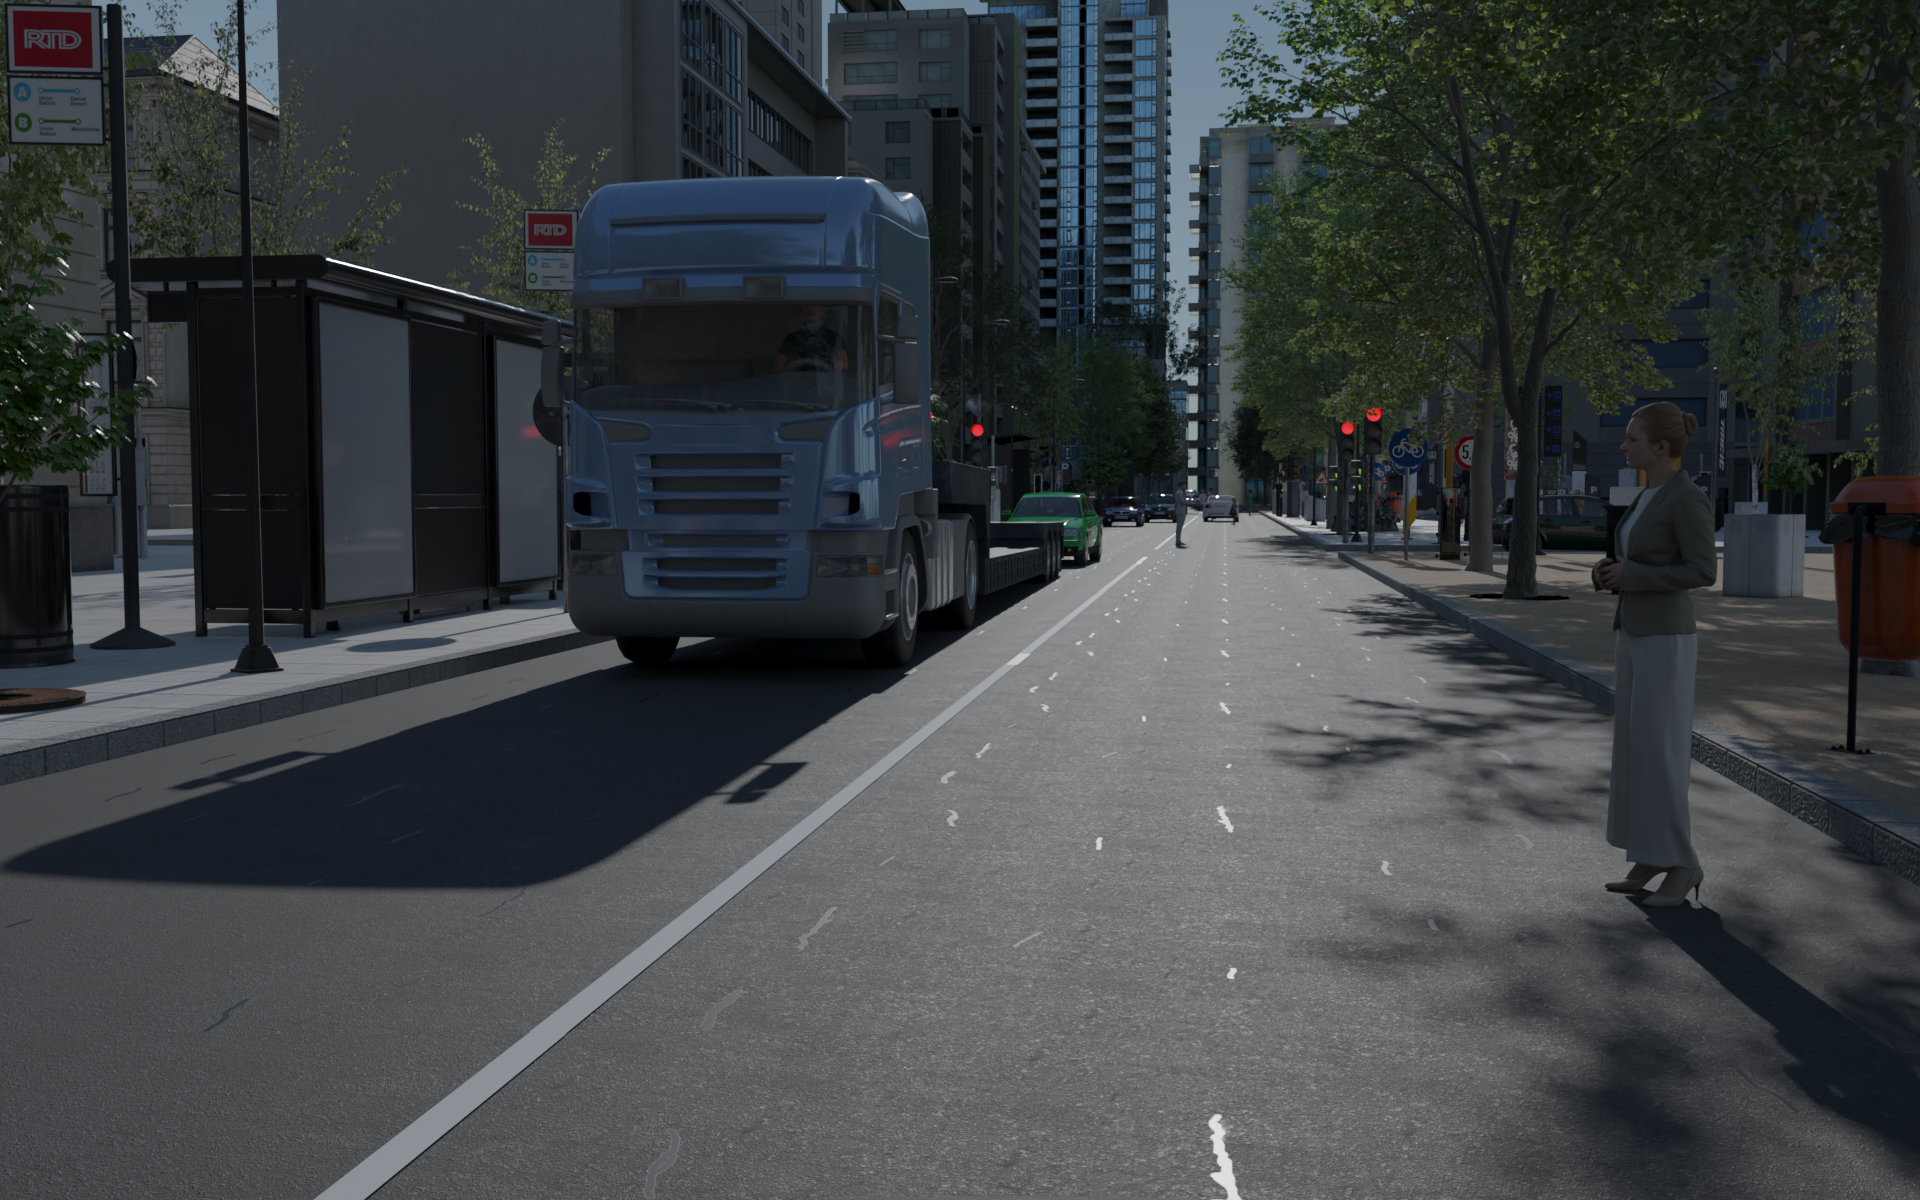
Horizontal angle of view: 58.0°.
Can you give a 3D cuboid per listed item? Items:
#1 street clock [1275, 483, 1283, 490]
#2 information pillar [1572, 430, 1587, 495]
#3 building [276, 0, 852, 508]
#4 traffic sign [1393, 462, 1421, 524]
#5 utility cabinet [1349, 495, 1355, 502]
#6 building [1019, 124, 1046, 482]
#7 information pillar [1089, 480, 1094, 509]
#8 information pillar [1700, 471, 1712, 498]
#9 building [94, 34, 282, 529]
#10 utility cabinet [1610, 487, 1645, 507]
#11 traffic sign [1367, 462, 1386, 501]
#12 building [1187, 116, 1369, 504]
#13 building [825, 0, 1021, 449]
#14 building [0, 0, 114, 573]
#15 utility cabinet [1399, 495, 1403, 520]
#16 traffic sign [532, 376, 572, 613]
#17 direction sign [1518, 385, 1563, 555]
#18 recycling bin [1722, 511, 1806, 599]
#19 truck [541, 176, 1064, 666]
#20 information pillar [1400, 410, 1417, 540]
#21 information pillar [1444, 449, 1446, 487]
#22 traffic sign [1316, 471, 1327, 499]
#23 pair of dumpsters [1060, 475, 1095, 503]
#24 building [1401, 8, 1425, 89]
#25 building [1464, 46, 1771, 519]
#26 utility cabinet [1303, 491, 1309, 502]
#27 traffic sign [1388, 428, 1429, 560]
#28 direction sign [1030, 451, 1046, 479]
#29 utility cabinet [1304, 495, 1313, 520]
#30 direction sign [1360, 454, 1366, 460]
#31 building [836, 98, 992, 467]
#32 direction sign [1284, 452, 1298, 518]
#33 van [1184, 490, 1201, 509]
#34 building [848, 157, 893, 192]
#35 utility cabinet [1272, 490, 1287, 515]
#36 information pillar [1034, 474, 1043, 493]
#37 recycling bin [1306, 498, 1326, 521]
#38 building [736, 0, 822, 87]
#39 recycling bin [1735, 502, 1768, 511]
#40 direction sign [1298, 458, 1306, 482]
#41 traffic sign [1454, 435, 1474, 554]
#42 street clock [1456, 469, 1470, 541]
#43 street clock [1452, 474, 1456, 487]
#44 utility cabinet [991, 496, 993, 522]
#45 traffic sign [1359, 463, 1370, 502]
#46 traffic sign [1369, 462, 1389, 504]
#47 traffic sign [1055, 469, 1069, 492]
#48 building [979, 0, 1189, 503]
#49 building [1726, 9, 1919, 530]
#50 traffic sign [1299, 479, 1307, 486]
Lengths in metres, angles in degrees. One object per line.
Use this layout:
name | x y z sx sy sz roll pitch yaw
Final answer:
street clock | 20.572 -6.555 111.749 0.471 2.002 0.358 -2 4 -23
information pillar | 22.468 -4.375 62.883 0.504 3.616 0.183 1 4 23
building | -14.667 -15.622 74.482 14.314 24.678 30.058 1 4 9
traffic sign | 12.368 -2.929 47.989 0.768 2.556 0.104 1 4 16
utility cabinet | 17.444 -4.087 77.988 0.306 1.237 1.020 2 4 33
building | -4.203 -29.446 173.327 23.993 40.220 32.217 1 4 9
information pillar | 6.751 -5.196 89.443 0.304 2.012 0.304 1 4 22
information pillar | 24.293 -3.178 56.454 0.304 2.012 0.304 3 5 42
building | -37.222 -12.498 68.973 19.286 19.102 10.561 1 4 9
utility cabinet | 20.415 -2.694 52.733 1.173 1.500 0.318 1 4 15
traffic sign | 16.770 -4.267 69.870 0.768 2.556 0.104 1 4 10
building | 44.810 -36.894 222.826 30.456 49.044 23.786 1 4 9
building | -2.714 -28.156 143.942 14.154 41.232 14.086 1 4 9
building | -27.141 -13.913 24.736 25.104 27.353 12.463 1 4 9
utility cabinet | 21.675 -4.522 85.093 1.020 1.237 0.306 0 4 3
traffic sign | -4.254 -1.136 18.673 0.768 2.556 0.104 1 4 11
direction sign | 12.140 -2.711 36.329 0.876 3.537 0.379 1 4 19
recycling bin | 10.074 -0.560 21.708 0.722 1.027 0.722 -3 4 -39
truck | -0.643 -1.937 21.432 2.967 4.110 18.799 0 4 8
information pillar | 12.621 -3.501 48.601 0.504 3.616 0.183 -3 4 -36
information pillar | 25.245 -6.020 89.788 0.504 3.616 0.183 -3 5 -44
traffic sign | 19.810 -5.803 94.876 0.884 2.594 0.081 1 4 17
pair of dumpsters | 5.833 -5.129 86.345 1.574 2.255 4.437 1 4 9
building | 52.450 -33.327 164.496 23.786 49.044 30.456 1 4 9
building | 38.347 -34.224 101.556 21.231 58.520 28.212 1 4 9
utility cabinet | 22.765 -6.447 114.084 0.318 1.500 1.173 0 4 5
traffic sign | 8.655 -2.044 33.526 0.768 2.556 0.104 1 4 10
direction sign | 4.028 -6.008 90.225 0.876 3.537 0.379 -1 4 -10
utility cabinet | 16.922 -4.454 83.983 0.306 1.237 1.020 0 4 2
direction sign | 22.753 -6.500 98.274 0.379 3.537 0.876 -1 4 -22
building | -5.508 -21.943 130.463 14.160 30.474 14.107 1 4 9
direction sign | 17.758 -6.217 93.649 0.379 3.537 0.876 -1 4 -17
van | 22.131 -9.678 165.246 2.013 2.044 4.112 0 4 7
building | -9.004 -16.168 100.504 11.583 22.565 21.152 1 4 9
utility cabinet | 19.878 -6.011 106.964 1.173 1.500 0.318 3 5 42
information pillar | 2.885 -3.637 63.955 0.304 2.012 0.304 0 4 6
recycling bin | 16.821 -4.237 81.835 0.722 1.027 0.722 2 4 34
building | -26.238 -45.433 181.076 20.611 71.187 20.563 1 4 9
recycling bin | 24.674 -2.537 54.033 0.722 1.027 0.722 -3 4 -38
direction sign | 21.249 -7.132 108.606 0.876 3.537 0.379 2 4 27
traffic sign | 10.982 -2.268 37.180 0.768 2.556 0.104 1 4 18
street clock | 13.855 -2.604 47.148 0.471 2.002 0.358 -3 5 -43
street clock | 17.346 -3.417 60.444 0.471 2.002 0.358 1 4 21
utility cabinet | 0.447 -2.504 52.101 1.020 1.237 0.306 1 4 19
traffic sign | 16.815 -4.361 71.405 0.768 2.556 0.104 1 4 17
traffic sign | 17.064 -4.332 70.839 0.884 2.594 0.081 1 4 13
traffic sign | 4.239 -4.268 71.918 0.606 2.300 0.079 1 4 9
building | 14.360 -55.851 225.827 31.000 86.520 22.319 1 4 9
building | 43.929 -24.914 61.965 28.867 44.769 22.147 1 4 9
traffic sign | 21.669 -6.754 110.427 0.884 2.594 0.081 1 4 15
